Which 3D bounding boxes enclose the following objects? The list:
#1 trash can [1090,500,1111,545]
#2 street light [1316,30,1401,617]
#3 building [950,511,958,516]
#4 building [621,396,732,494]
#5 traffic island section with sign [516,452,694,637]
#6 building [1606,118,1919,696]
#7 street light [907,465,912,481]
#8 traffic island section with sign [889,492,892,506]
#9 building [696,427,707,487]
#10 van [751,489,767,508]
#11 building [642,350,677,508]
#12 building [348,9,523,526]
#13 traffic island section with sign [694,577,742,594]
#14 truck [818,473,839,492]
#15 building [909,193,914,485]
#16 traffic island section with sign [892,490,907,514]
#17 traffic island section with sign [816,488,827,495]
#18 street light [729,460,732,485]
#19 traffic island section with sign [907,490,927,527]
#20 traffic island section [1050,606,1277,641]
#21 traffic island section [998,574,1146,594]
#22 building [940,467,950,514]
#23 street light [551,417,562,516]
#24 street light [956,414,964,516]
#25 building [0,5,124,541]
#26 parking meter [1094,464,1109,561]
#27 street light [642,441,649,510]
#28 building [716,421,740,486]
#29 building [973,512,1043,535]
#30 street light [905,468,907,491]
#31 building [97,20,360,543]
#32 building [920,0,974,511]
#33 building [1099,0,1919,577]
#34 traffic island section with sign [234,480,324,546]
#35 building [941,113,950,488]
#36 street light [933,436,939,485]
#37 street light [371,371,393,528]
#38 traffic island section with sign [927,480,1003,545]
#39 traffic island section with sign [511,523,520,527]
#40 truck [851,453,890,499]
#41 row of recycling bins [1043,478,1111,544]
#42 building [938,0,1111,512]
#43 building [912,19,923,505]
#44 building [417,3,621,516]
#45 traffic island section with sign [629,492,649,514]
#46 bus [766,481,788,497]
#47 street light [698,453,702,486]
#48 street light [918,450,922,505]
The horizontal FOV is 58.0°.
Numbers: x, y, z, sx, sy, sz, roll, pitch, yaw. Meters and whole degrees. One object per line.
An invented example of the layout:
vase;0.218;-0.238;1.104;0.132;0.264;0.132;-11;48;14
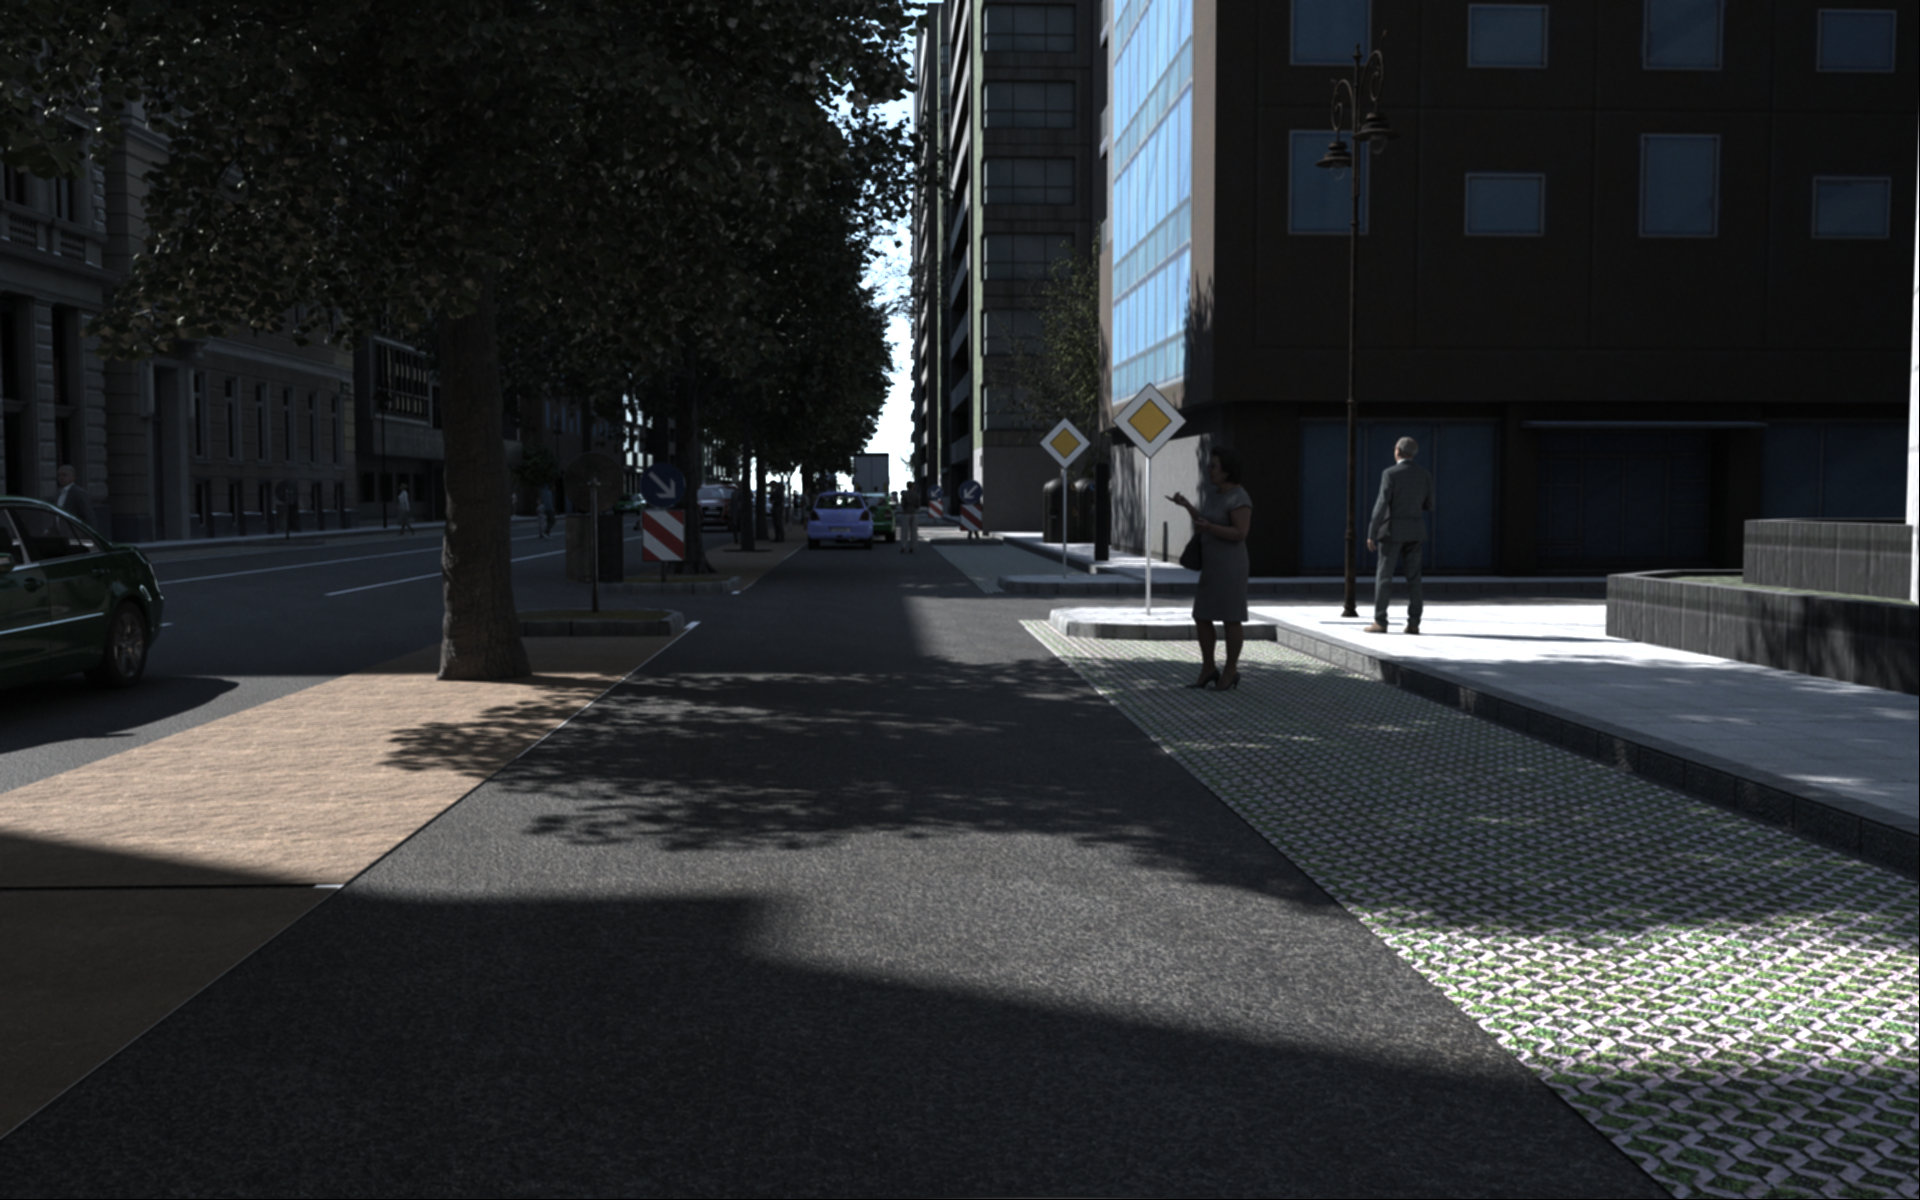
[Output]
trash can;3.616;-1.943;43.426;0.748;1.137;0.748;0;3;0
street light;4.075;-2.761;17.925;0.468;5.910;1.993;0;4;-3
building;10.565;-28.544;90.403;21.300;48.544;21.600;0;4;-3
building;-40.902;-36.302;213.144;23.786;49.044;30.456;0;4;-3
traffic island section with sign;-3.951;-0.618;18.240;2.006;1.907;1.989;0;4;-3
building;16.022;-28.221;3.419;21.231;58.520;28.212;0;4;-3
street light;-6.223;-15.186;221.078;0.468;5.910;1.993;0;4;-3
traffic island section with sign;-5.094;-8.837;153.110;1.989;1.847;2.006;0;4;-3
building;-35.818;-31.021;190.781;14.154;41.232;14.086;0;4;-3
van;-17.776;-8.831;151.396;2.013;2.044;4.112;0;4;-1
building;-33.810;-24.101;165.758;14.160;30.474;14.107;0;4;-3
building;-30.069;-15.879;78.683;14.314;24.678;30.058;0;4;-3
traffic island section with sign;-4.314;-1.070;25.638;2.006;1.907;1.989;0;4;-3
truck;-17.245;-14.443;225.906;2.967;4.110;18.799;0;4;-4
building;3.927;-36.198;246.457;22.147;44.769;28.867;0;4;-3
traffic island section with sign;-3.727;-7.174;125.918;1.989;1.847;2.006;0;4;-3
traffic island section with sign;-8.107;-5.660;100.681;2.006;1.907;1.989;0;4;-3
street light;-29.652;-15.405;224.655;0.468;5.910;1.993;0;4;-3
traffic island section with sign;-1.209;-4.124;76.052;1.989;1.847;2.006;0;4;-3
traffic island section;2.032;0.243;18.301;2.009;0.180;2.903;0;4;-3
traffic island section;1.630;-0.244;26.276;2.009;0.180;2.903;0;4;-3
building;14.965;-25.951;116.173;32.217;40.220;23.993;0;4;-3
street light;-23.631;-7.889;101.776;0.468;5.910;1.993;0;4;-3
street light;-0.039;-7.798;100.280;0.468;5.910;1.993;0;4;-3
building;-25.866;-12.536;33.842;11.050;23.489;19.941;0;4;-3
parking meter;2.734;-1.691;33.356;0.255;1.863;0.399;1;4;9
street light;-25.660;-10.331;141.694;0.468;5.910;1.993;0;4;-3
building;-37.636;-35.832;235.970;14.600;45.320;14.200;0;4;-3
building;7.419;-23.306;64.641;14.154;41.232;14.086;0;4;-3
street light;-8.063;-17.592;260.408;0.468;5.910;1.993;0;4;-3
building;-28.067;-16.372;53.588;13.634;28.700;20.117;0;4;-3
building;7.157;-33.198;166.485;21.300;48.544;21.600;0;4;-3
building;10.555;-23.365;32.137;14.200;45.320;14.600;0;4;-3
traffic island section with sign;-18.858;-2.419;48.186;1.989;1.847;2.006;0;4;-3
building;5.423;-22.222;135.030;14.160;30.474;14.107;0;4;-3
street light;-1.968;-10.111;138.103;0.468;5.910;1.993;0;4;-3
street light;-21.721;-5.656;65.265;0.468;5.910;1.993;0;4;-3
traffic island section with sign;0.156;-2.465;48.938;1.989;1.847;2.006;0;4;-3
traffic island section with sign;-20.213;-4.066;75.107;1.989;1.847;2.006;0;4;-3
truck;-6.325;-8.200;122.982;2.839;4.237;11.283;0;4;-3
row of recycling bins;3.721;-2.376;45.964;3.534;1.692;1.069;-2;4;-32
building;5.059;-28.451;148.771;14.154;41.232;14.086;0;4;-3
building;4.662;-41.318;217.551;21.231;58.520;28.212;0;4;-3
building;-31.785;-28.782;120.701;14.600;45.320;14.200;0;4;-3
traffic island section with sign;-22.710;-7.099;124.701;1.989;1.847;2.006;0;4;-3
bus;-25.673;-15.248;244.167;2.948;3.499;13.247;0;4;-2
street light;-27.711;-12.968;184.820;0.468;5.910;1.993;0;4;-3
street light;-4.025;-12.516;177.422;0.468;5.910;1.993;0;4;-3
